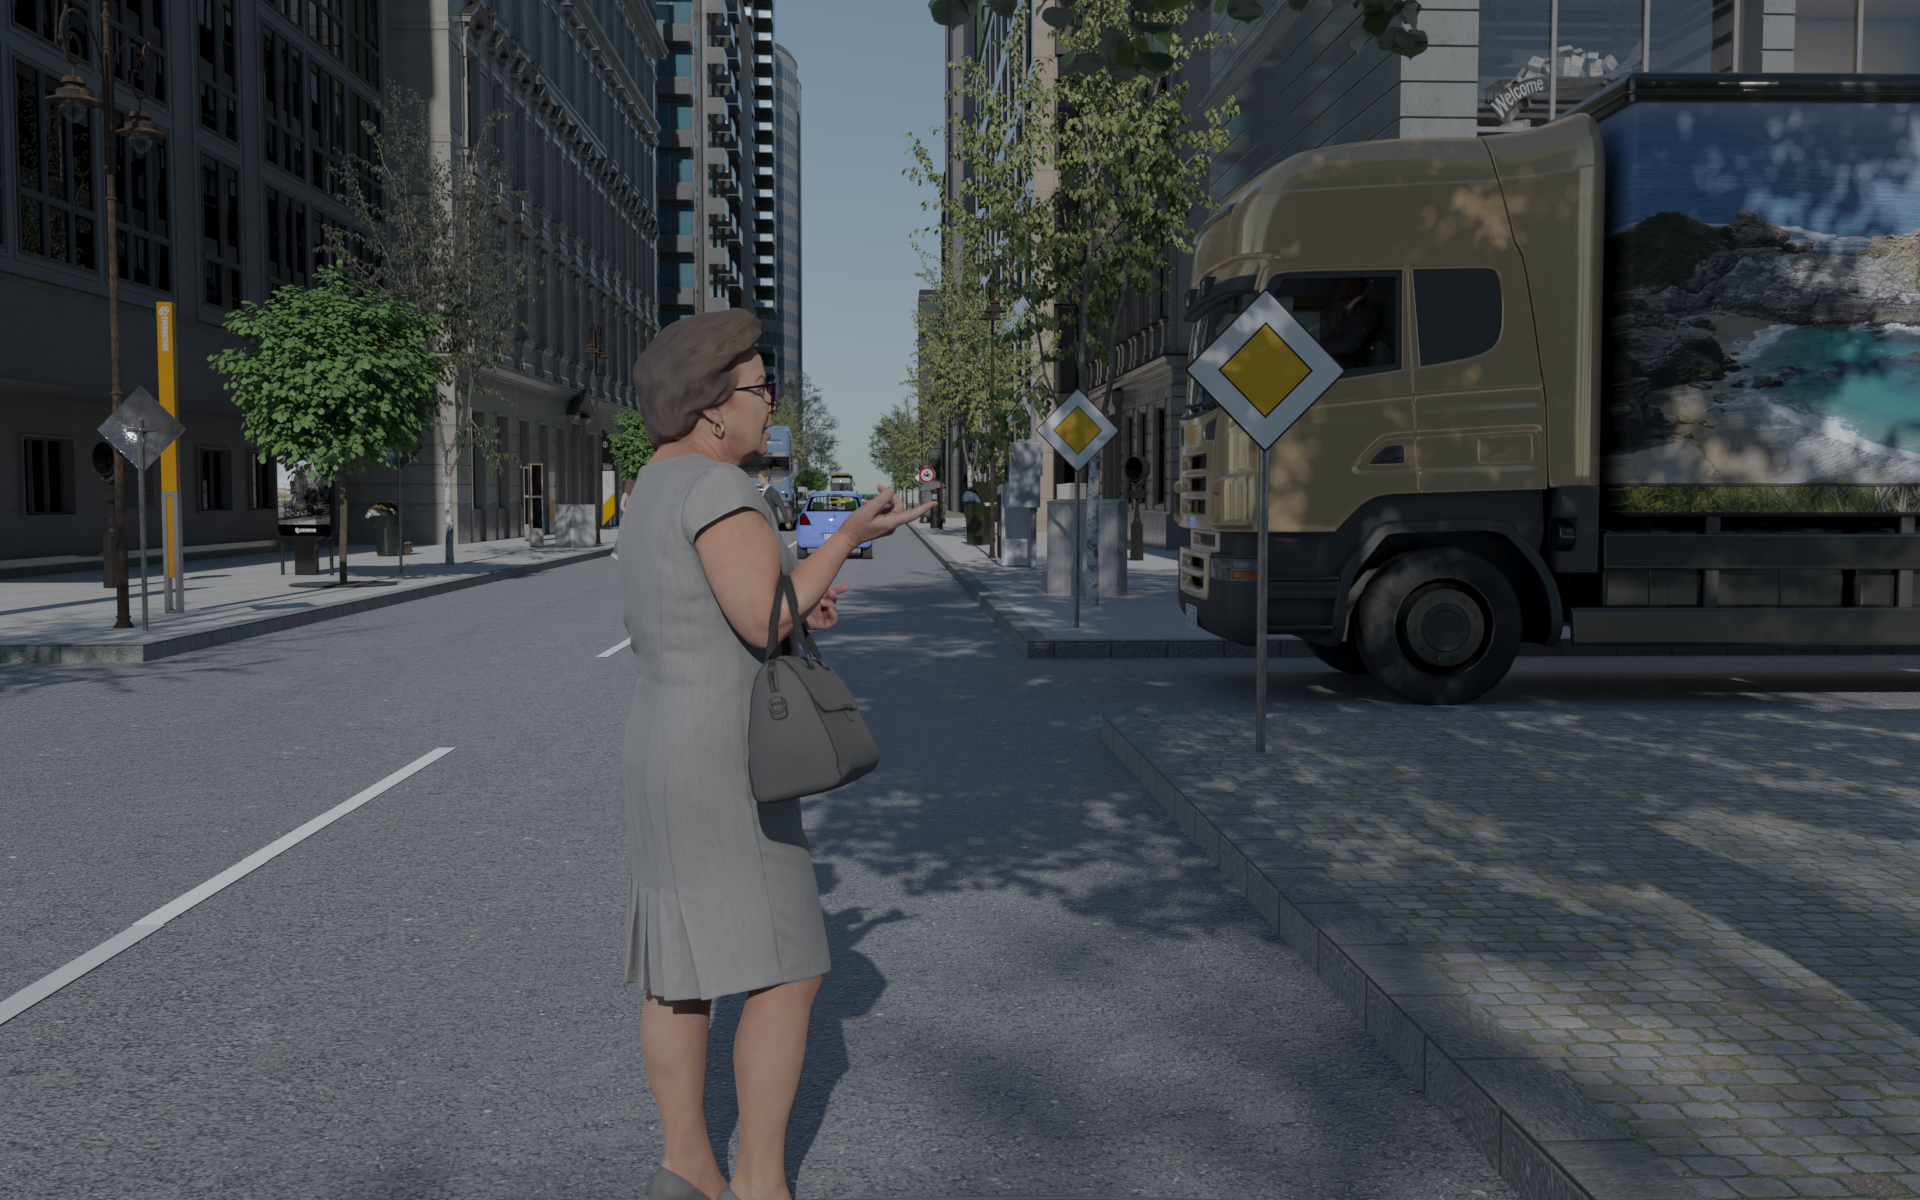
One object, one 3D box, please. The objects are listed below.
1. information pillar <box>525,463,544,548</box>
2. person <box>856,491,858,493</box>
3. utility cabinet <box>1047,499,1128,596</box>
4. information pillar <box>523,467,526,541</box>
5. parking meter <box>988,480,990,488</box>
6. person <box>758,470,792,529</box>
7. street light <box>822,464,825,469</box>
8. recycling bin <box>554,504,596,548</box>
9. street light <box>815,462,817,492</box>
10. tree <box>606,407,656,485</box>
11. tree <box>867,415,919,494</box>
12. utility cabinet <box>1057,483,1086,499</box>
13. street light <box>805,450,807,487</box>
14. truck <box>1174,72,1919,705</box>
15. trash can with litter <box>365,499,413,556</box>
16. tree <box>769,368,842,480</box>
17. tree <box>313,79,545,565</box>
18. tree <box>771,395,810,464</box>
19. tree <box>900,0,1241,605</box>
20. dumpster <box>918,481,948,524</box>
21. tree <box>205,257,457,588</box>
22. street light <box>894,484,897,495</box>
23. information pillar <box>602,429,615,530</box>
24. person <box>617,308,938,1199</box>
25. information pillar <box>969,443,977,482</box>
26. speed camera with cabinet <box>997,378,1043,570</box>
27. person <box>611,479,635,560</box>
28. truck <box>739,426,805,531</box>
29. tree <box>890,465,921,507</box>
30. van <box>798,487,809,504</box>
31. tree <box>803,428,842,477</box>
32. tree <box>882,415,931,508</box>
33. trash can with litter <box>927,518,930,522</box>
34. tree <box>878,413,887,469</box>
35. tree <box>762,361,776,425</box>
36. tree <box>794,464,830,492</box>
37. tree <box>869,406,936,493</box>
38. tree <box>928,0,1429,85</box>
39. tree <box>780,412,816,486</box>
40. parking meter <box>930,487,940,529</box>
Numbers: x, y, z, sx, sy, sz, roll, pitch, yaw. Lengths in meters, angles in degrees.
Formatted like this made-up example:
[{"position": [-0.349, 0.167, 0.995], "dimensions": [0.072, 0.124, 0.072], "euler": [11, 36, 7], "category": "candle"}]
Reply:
[{"position": [-10.196, -2.272, 41.639], "dimensions": [0.304, 2.012, 0.304], "euler": [-2, 4, -23], "category": "information pillar"}, {"position": [-13.197, -13.012, 221.267], "dimensions": [0.705, 1.821, 1.348], "euler": [2, 4, 27], "category": "person"}, {"position": [1.611, -0.664, 22.020], "dimensions": [1.020, 1.237, 0.306], "euler": [2, 4, 31], "category": "utility cabinet"}, {"position": [-11.583, -2.589, 46.830], "dimensions": [0.304, 2.012, 0.304], "euler": [-3, 5, -41], "category": "information pillar"}, {"position": [1.309, -4.092, 72.609], "dimensions": [0.255, 1.863, 0.399], "euler": [0, 4, 3], "category": "parking meter"}, {"position": [-3.433, -1.373, 30.729], "dimensions": [0.755, 1.850, 0.659], "euler": [-2, 4, -26], "category": "person"}, {"position": [-18.359, -15.891, 232.611], "dimensions": [0.468, 5.910, 1.993], "euler": [0, 4, -3], "category": "street light"}, {"position": [-9.276, -1.785, 41.743], "dimensions": [0.722, 1.027, 0.722], "euler": [3, 5, 41], "category": "recycling bin"}, {"position": [-16.960, -14.157, 204.254], "dimensions": [0.468, 5.910, 1.993], "euler": [0, 4, -3], "category": "street light"}, {"position": [-10.009, -4.478, 56.929], "dimensions": [4.285, 4.588, 4.351], "euler": [0, 3, 0], "category": "tree"}, {"position": [-8.653, -18.497, 228.176], "dimensions": [9.928, 11.665, 9.643], "euler": [0, 3, 0], "category": "tree"}, {"position": [2.281, -1.644, 35.560], "dimensions": [0.318, 1.500, 1.173], "euler": [1, 4, 20], "category": "utility cabinet"}, {"position": [-15.640, -12.471, 176.691], "dimensions": [0.468, 5.910, 1.993], "euler": [0, 4, -3], "category": "street light"}, {"position": [6.662, -1.460, 12.792], "dimensions": [11.283, 4.237, 2.839], "euler": [0, 4, -1], "category": "truck"}, {"position": [-11.821, -1.502, 35.949], "dimensions": [0.624, 1.170, 1.055], "euler": [0, 4, 7], "category": "trash can with litter"}, {"position": [-16.101, -15.721, 167.414], "dimensions": [12.009, 13.543, 11.850], "euler": [0, 3, 0], "category": "tree"}, {"position": [-9.297, -4.929, 30.950], "dimensions": [4.360, 8.622, 3.978], "euler": [0, 3, 0], "category": "tree"}, {"position": [-13.611, -10.887, 128.372], "dimensions": [4.737, 8.622, 4.395], "euler": [0, 3, 0], "category": "tree"}, {"position": [1.476, -4.264, 20.081], "dimensions": [4.737, 8.622, 4.395], "euler": [0, 3, 0], "category": "tree"}, {"position": [-1.173, -4.294, 75.963], "dimensions": [1.264, 1.857, 1.865], "euler": [0, 4, -3], "category": "dumpster"}, {"position": [-8.708, -2.471, 24.116], "dimensions": [4.285, 4.588, 4.351], "euler": [0, 3, 0], "category": "tree"}, {"position": [-6.899, -13.576, 194.751], "dimensions": [0.468, 5.910, 1.993], "euler": [0, 4, -3], "category": "street light"}, {"position": [-12.658, -4.341, 62.331], "dimensions": [0.504, 3.616, 0.183], "euler": [2, 4, 28], "category": "information pillar"}, {"position": [-0.342, 0.342, 3.260], "dimensions": [0.532, 1.782, 0.716], "euler": [-2, 4, -28], "category": "person"}, {"position": [0.575, -5.350, 78.832], "dimensions": [0.504, 3.616, 0.183], "euler": [3, 5, 44], "category": "information pillar"}, {"position": [1.015, -2.192, 30.182], "dimensions": [0.660, 3.252, 2.038], "euler": [0, 4, -4], "category": "speed camera with cabinet"}, {"position": [-7.294, -1.761, 37.890], "dimensions": [0.643, 1.750, 0.593], "euler": [1, 4, 18], "category": "person"}, {"position": [-8.093, -5.161, 74.139], "dimensions": [2.967, 4.110, 18.799], "euler": [0, 4, -3], "category": "truck"}, {"position": [-5.371, -11.700, 175.004], "dimensions": [4.285, 4.588, 4.351], "euler": [0, 3, 0], "category": "tree"}, {"position": [-9.205, -5.506, 97.029], "dimensions": [2.013, 2.044, 4.112], "euler": [0, 4, -3], "category": "van"}, {"position": [-20.144, -19.036, 245.656], "dimensions": [7.601, 10.594, 8.767], "euler": [-3, 5, -44], "category": "tree"}, {"position": [-4.798, -12.443, 153.811], "dimensions": [4.360, 8.622, 3.978], "euler": [0, 3, 0], "category": "tree"}, {"position": [-1.170, -4.131, 78.935], "dimensions": [0.624, 1.170, 1.055], "euler": [-1, 4, -19], "category": "trash can with litter"}, {"position": [0.410, -5.913, 47.036], "dimensions": [4.737, 8.622, 4.395], "euler": [0, 3, 0], "category": "tree"}, {"position": [-11.797, -8.440, 88.359], "dimensions": [4.360, 8.622, 3.978], "euler": [0, 3, 0], "category": "tree"}, {"position": [-17.416, -13.977, 212.235], "dimensions": [4.285, 4.588, 4.351], "euler": [0, 3, 0], "category": "tree"}, {"position": [-6.147, -15.258, 183.887], "dimensions": [7.601, 10.594, 8.767], "euler": [-1, 4, -20], "category": "tree"}, {"position": [2.481, -5.839, 2.119], "dimensions": [9.857, 13.997, 8.962], "euler": [0, 3, 0], "category": "tree"}, {"position": [-14.854, -12.404, 153.168], "dimensions": [4.360, 8.622, 3.978], "euler": [0, 3, 0], "category": "tree"}, {"position": [-0.922, -3.417, 64.285], "dimensions": [0.372, 1.533, 0.369], "euler": [0, 3, 0], "category": "parking meter"}]
